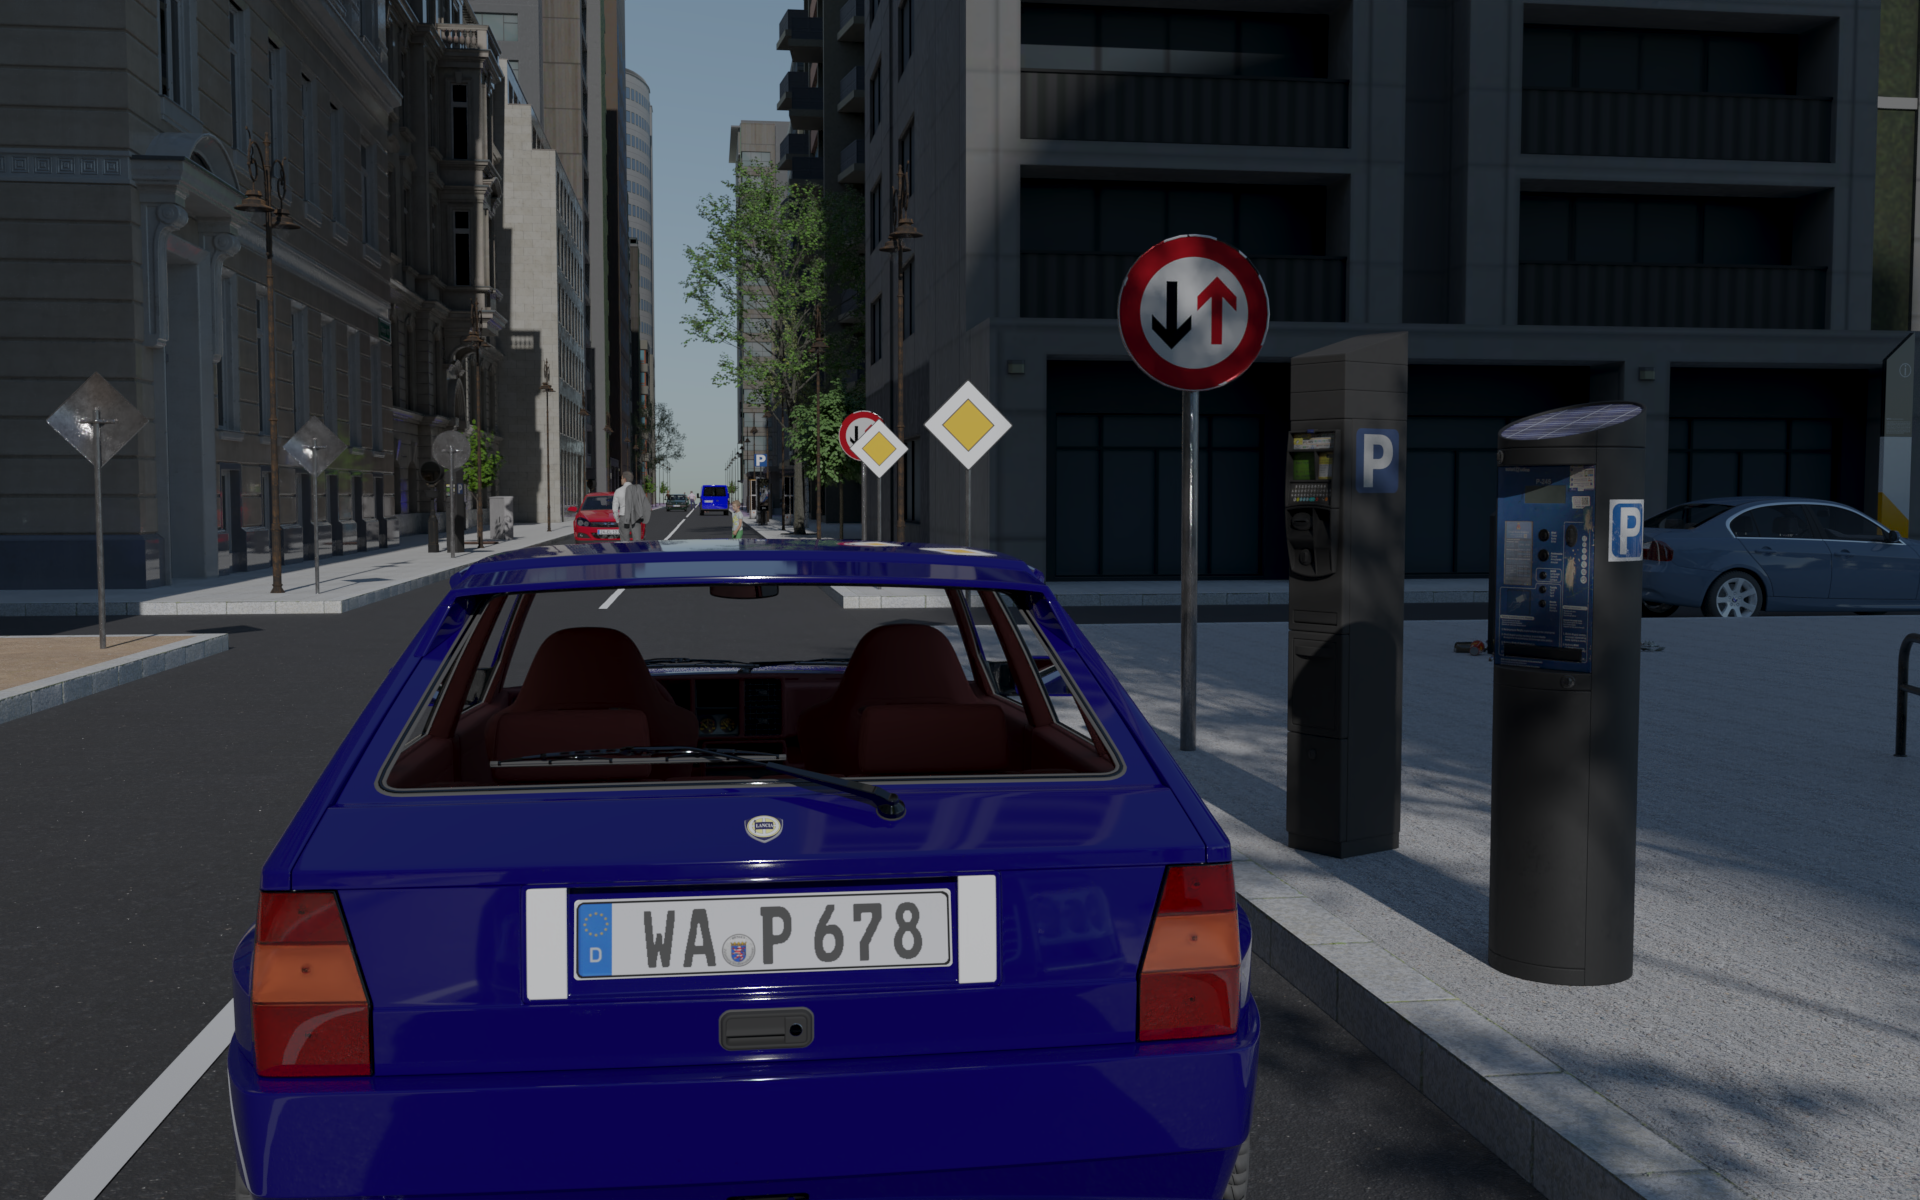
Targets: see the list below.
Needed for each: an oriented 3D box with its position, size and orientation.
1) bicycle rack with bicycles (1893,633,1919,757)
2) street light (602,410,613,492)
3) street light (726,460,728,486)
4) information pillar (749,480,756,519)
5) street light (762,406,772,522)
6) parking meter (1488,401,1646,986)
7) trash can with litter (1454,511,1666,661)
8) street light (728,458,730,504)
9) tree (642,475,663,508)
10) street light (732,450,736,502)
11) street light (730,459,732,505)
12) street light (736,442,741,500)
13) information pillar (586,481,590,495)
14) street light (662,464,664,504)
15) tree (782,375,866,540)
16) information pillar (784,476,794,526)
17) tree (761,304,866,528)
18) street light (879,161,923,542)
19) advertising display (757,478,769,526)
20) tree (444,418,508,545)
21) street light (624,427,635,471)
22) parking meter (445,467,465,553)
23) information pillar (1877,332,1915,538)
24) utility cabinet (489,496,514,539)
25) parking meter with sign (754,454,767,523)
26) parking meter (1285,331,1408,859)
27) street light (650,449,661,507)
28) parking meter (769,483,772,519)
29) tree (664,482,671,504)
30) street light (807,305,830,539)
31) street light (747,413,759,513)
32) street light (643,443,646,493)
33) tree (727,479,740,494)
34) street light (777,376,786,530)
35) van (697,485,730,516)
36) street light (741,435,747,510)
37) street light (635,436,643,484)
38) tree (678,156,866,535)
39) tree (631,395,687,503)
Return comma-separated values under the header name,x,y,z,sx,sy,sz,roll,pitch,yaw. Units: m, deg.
name,x,y,z,sx,sy,sz,roll,pitch,yaw
bicycle rack with bicycles,5.474,0.356,7.562,2.852,0.926,2.925,1,4,11
street light,-19.834,-7.662,98.055,0.468,5.910,1.993,-1,4,-8
street light,-26.548,-13.952,200.904,0.468,5.910,1.993,-1,4,-8
information pillar,-10.635,-5.165,88.941,0.304,2.012,0.304,-2,4,-24
street light,-8.806,-6.510,79.223,0.468,5.910,1.993,-1,4,-8
parking meter,1.625,0.230,4.648,0.372,1.533,0.369,0,3,0
trash can with litter,4.890,-0.178,13.961,2.233,1.210,1.678,-1,4,-20
street light,-23.986,-12.848,182.852,0.468,5.910,1.993,-1,4,-8
tree,-28.706,-10.034,158.651,1.663,3.219,1.824,0,3,0
street light,-19.791,-11.106,154.374,0.468,5.910,1.993,-1,4,-8
street light,-22.448,-12.247,173.029,0.468,5.910,1.993,-1,4,-8
street light,-17.171,-10.003,136.330,0.468,5.910,1.993,-1,4,-8
information pillar,-20.508,-5.531,94.928,0.304,2.012,0.304,2,4,31
street light,-34.432,-13.801,198.432,0.468,5.910,1.993,-1,4,-8
tree,-3.356,-3.913,47.697,4.285,4.588,4.351,0,3,0
information pillar,-6.981,-4.049,70.692,0.304,2.012,0.304,2,4,25
tree,-5.569,-7.032,65.330,4.737,8.622,4.395,0,3,0
street light,-0.840,-3.162,24.484,0.468,5.910,1.993,-1,4,-8
advertising display,-8.050,-4.007,70.727,0.123,1.923,0.974,1,4,16
tree,-12.518,-3.045,44.386,1.663,3.219,1.824,0,3,0
street light,-22.324,-8.781,116.353,0.468,5.910,1.993,-1,4,-8
parking meter,-11.035,-1.964,37.830,0.255,1.863,0.399,1,4,12
information pillar,13.561,-2.063,25.091,0.504,3.616,0.183,-1,4,-14
utility cabinet,-13.076,-2.337,49.376,0.306,1.237,1.020,-3,4,-38
parking meter with sign,-8.722,-4.883,76.099,0.543,3.016,1.738,0,4,-5
parking meter,1.381,-0.031,6.213,0.399,1.863,0.255,-3,4,-36
street light,-31.716,-12.695,180.350,0.468,5.910,1.993,-1,4,-8
parking meter,-9.855,-5.088,88.899,0.399,1.863,0.255,0,4,0
tree,-38.918,-14.204,226.834,1.663,3.219,1.824,0,3,0
street light,-3.478,-4.265,42.525,0.468,5.910,1.993,-1,4,-8
street light,-11.810,-7.747,99.447,0.468,5.910,1.993,-1,4,-8
street light,-27.923,-11.041,153.300,0.468,5.910,1.993,-1,4,-8
tree,-28.515,-13.546,216.078,1.663,3.219,1.824,0,3,0
street light,-6.254,-5.406,61.170,0.468,5.910,1.993,-1,4,-8
van,-16.565,-6.861,116.557,2.240,2.365,5.245,-1,4,-9
street light,-14.434,-8.864,117.714,0.468,5.910,1.993,-1,4,-8
street light,-25.107,-9.883,134.373,0.468,5.910,1.993,-1,4,-8
tree,-5.242,-7.874,54.498,9.928,11.665,9.643,0,3,0
tree,-29.585,-14.018,163.600,8.767,10.594,7.601,0,4,5
